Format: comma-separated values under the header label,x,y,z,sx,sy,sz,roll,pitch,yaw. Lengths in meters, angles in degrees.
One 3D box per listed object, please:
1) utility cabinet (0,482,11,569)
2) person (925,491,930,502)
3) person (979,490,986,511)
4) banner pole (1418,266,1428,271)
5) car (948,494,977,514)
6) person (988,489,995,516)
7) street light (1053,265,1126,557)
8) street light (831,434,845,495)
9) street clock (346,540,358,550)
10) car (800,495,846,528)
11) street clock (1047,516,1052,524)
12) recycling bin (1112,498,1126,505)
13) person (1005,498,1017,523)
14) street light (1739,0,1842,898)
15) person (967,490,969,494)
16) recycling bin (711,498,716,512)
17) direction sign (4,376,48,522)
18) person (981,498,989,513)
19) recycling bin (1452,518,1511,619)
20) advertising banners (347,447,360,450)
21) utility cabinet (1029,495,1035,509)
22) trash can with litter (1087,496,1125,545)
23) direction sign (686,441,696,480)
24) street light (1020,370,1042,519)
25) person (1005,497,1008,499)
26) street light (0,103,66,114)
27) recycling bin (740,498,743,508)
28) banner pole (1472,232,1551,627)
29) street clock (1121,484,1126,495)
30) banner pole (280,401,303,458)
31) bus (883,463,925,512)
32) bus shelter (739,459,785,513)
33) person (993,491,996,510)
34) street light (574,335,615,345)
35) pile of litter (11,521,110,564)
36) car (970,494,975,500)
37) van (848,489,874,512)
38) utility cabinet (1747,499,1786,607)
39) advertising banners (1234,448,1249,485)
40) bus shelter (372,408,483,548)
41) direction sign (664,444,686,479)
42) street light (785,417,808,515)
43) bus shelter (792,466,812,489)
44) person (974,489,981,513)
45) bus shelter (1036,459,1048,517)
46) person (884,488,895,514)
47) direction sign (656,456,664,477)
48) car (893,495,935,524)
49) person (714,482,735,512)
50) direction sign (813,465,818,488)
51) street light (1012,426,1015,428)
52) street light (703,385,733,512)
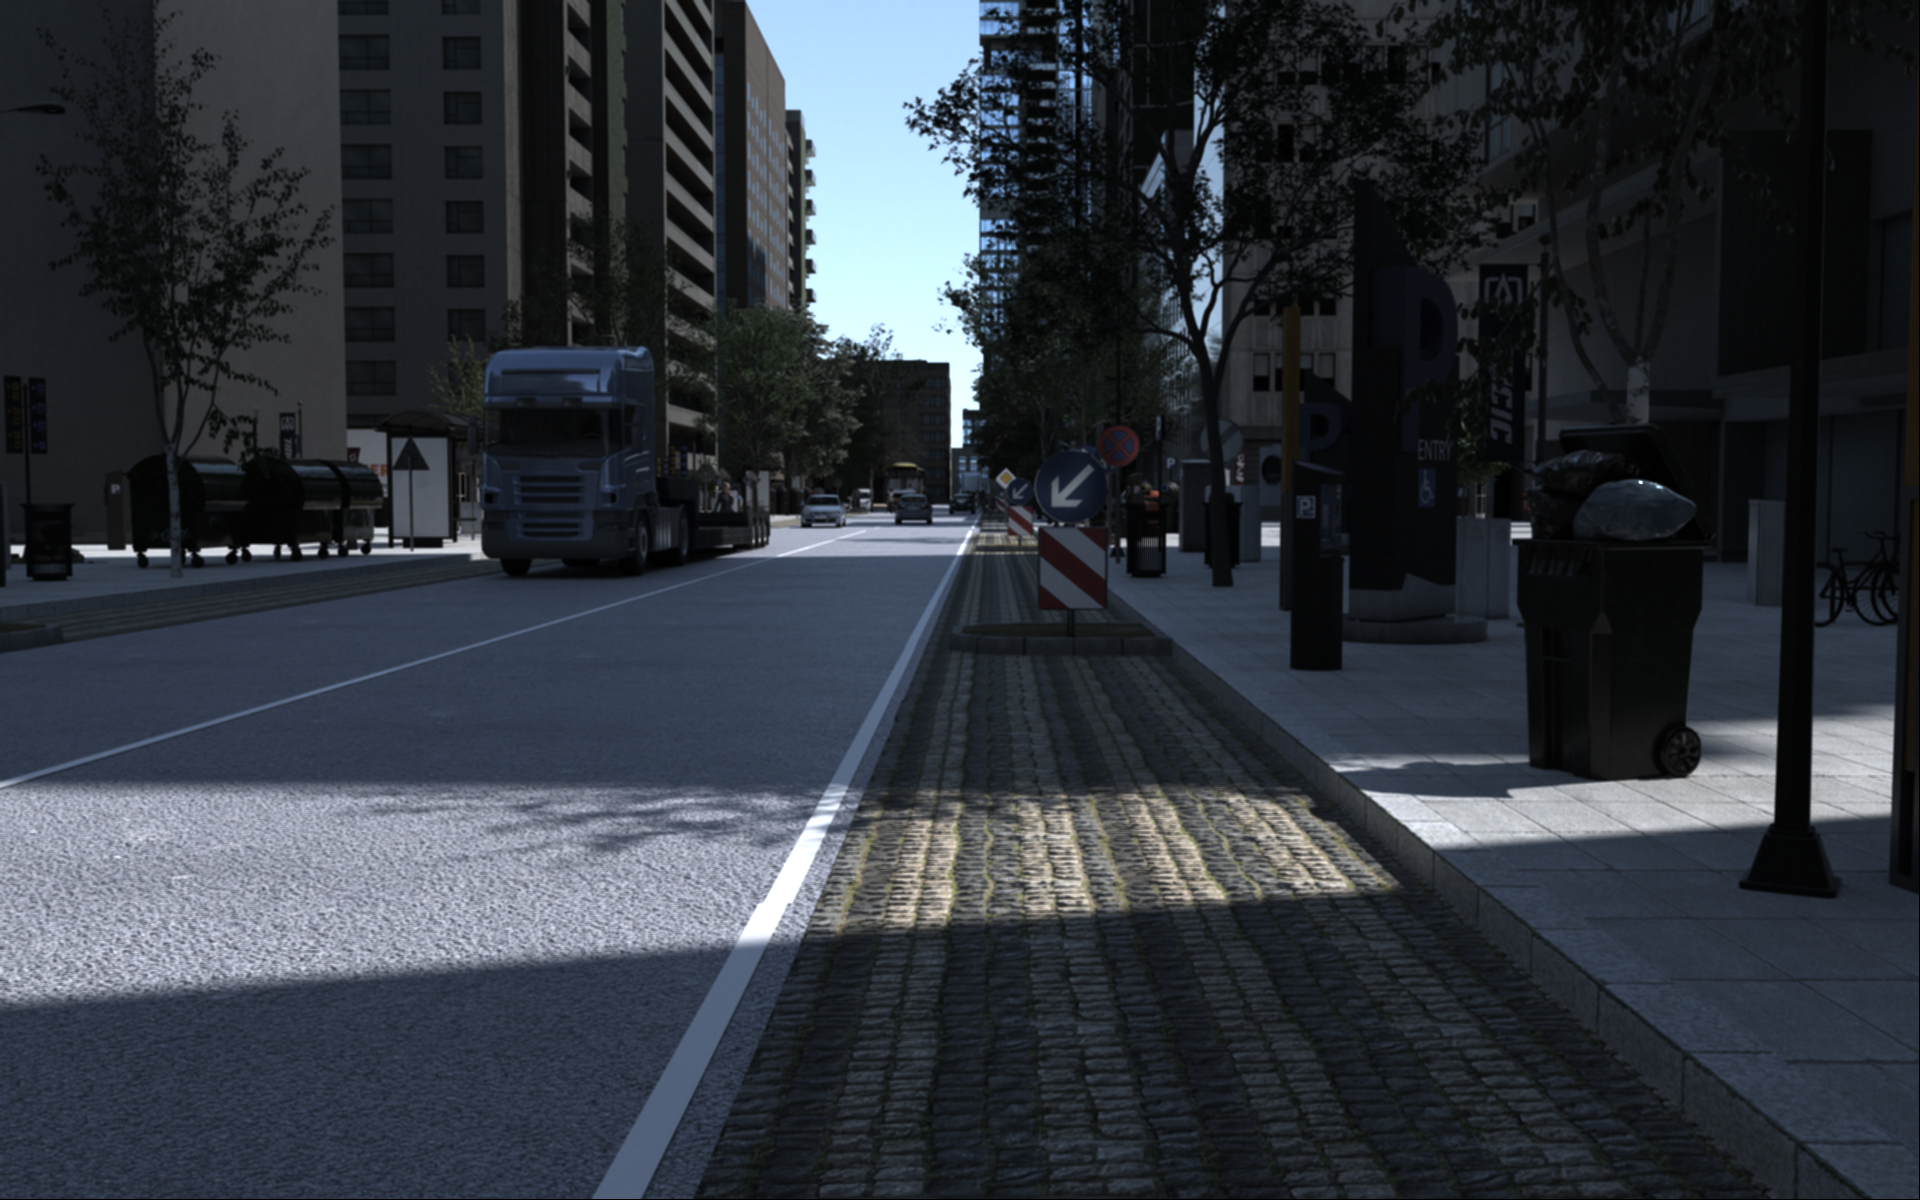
label,x,y,z,sx,sy,sz,roll,pitch,yaw
utility cabinet,-16.632,-1.258,29.249,1.173,1.500,0.318,1,4,15
person,-3.379,-10.553,181.496,0.683,1.767,0.568,0,4,-3
person,1.926,-8.227,143.259,0.600,1.795,0.529,-2,4,-31
banner pole,4.941,-1.790,19.289,0.401,3.779,0.863,-2,4,-33
car,0.169,-6.947,125.380,2.131,1.459,4.920,0,4,2
person,1.995,-6.212,110.404,0.599,1.781,0.374,-2,4,-30
street light,2.678,-3.835,35.242,1.470,5.913,1.316,0,4,1
street light,-9.466,-9.912,134.594,1.470,5.913,1.316,0,4,1
street clock,-13.971,-2.151,39.733,0.471,2.002,0.358,-3,5,-43
car,-5.909,-3.864,75.186,2.014,1.417,4.499,0,4,-1
street clock,3.814,-4.215,73.486,0.358,2.002,0.471,1,4,12
recycling bin,9.517,-5.585,103.870,0.722,1.027,0.722,-1,4,-9
person,2.545,-4.609,84.205,0.721,1.781,0.623,-3,5,-42
street light,2.179,-2.016,5.509,1.470,5.913,1.316,0,4,1
person,0.852,-10.201,175.271,0.705,1.826,1.348,-2,4,-30
recycling bin,-16.334,-6.390,117.028,0.722,1.027,0.722,2,4,31
direction sign,-18.065,-2.542,33.555,0.379,3.537,0.876,2,4,23
person,1.849,-7.170,131.222,1.012,1.151,0.738,2,4,34
recycling bin,5.203,-0.332,17.979,0.722,1.027,0.722,-2,4,-31
advertising banners,-23.516,-4.204,64.919,2.074,3.025,0.090,0,4,-7
utility cabinet,5.851,-8.142,144.287,1.020,1.237,0.306,1,4,9
trash can with litter,3.531,-1.954,43.337,0.624,1.170,1.055,2,4,34
direction sign,-11.384,-5.030,74.241,0.379,3.537,0.876,0,4,-3
street light,3.097,-5.654,64.977,1.470,5.913,1.316,0,4,1
person,3.409,-7.442,130.448,0.793,1.790,0.793,0,4,-3
street light,-11.315,-2.947,20.724,1.470,5.913,1.316,0,4,1
recycling bin,-13.688,-5.667,105.209,0.722,1.027,0.722,3,5,41
banner pole,5.354,-1.628,16.629,0.863,3.779,0.401,0,4,0
street clock,11.989,-7.495,127.108,0.358,2.002,0.471,-3,5,-44
banner pole,-18.014,-3.476,46.847,0.863,3.779,0.401,1,4,13
bus,-4.363,-9.083,140.057,2.896,3.916,12.252,0,4,2
bus shelter,-11.670,-6.631,102.334,2.014,3.302,5.546,0,4,1
person,3.119,-9.001,156.602,0.436,1.711,0.756,0,4,7
street light,-10.772,-4.785,50.770,1.470,5.913,1.316,0,4,1
pile of litter,-16.800,-1.108,32.080,1.719,0.858,1.176,0,4,4
car,0.982,-10.823,186.749,2.009,1.686,4.222,0,4,3
van,-7.708,-7.833,135.080,2.013,2.044,4.112,0,4,1
utility cabinet,9.419,-0.555,20.231,0.306,1.237,1.020,1,4,19
advertising banners,9.927,-4.266,65.944,2.074,3.025,0.090,0,4,4
bus shelter,-12.834,-3.046,43.732,2.014,3.302,5.546,0,4,1
direction sign,-12.667,-5.248,77.797,0.876,3.537,0.379,0,4,5
street light,-9.822,-8.034,103.893,1.470,5.913,1.316,0,4,1
bus shelter,-11.839,-8.149,127.157,2.014,3.302,5.546,0,4,1
person,1.297,-7.398,129.813,0.624,1.780,0.694,2,4,28
bus shelter,5.190,-6.079,93.310,2.014,3.302,5.546,0,4,1
person,-5.062,-7.115,124.676,0.795,1.843,0.661,0,4,4
direction sign,-17.823,-6.833,103.720,0.876,3.537,0.379,-3,5,-44
car,-2.207,-4.348,83.085,2.014,1.417,4.499,0,4,0
person,-6.658,-2.441,48.837,0.534,1.772,0.576,2,4,27
direction sign,-10.435,-8.141,125.099,0.379,3.537,0.876,-2,4,-31
street light,3.494,-7.044,87.707,1.470,5.913,1.316,0,4,1
street light,-10.369,-6.204,73.978,1.470,5.913,1.316,0,4,1
